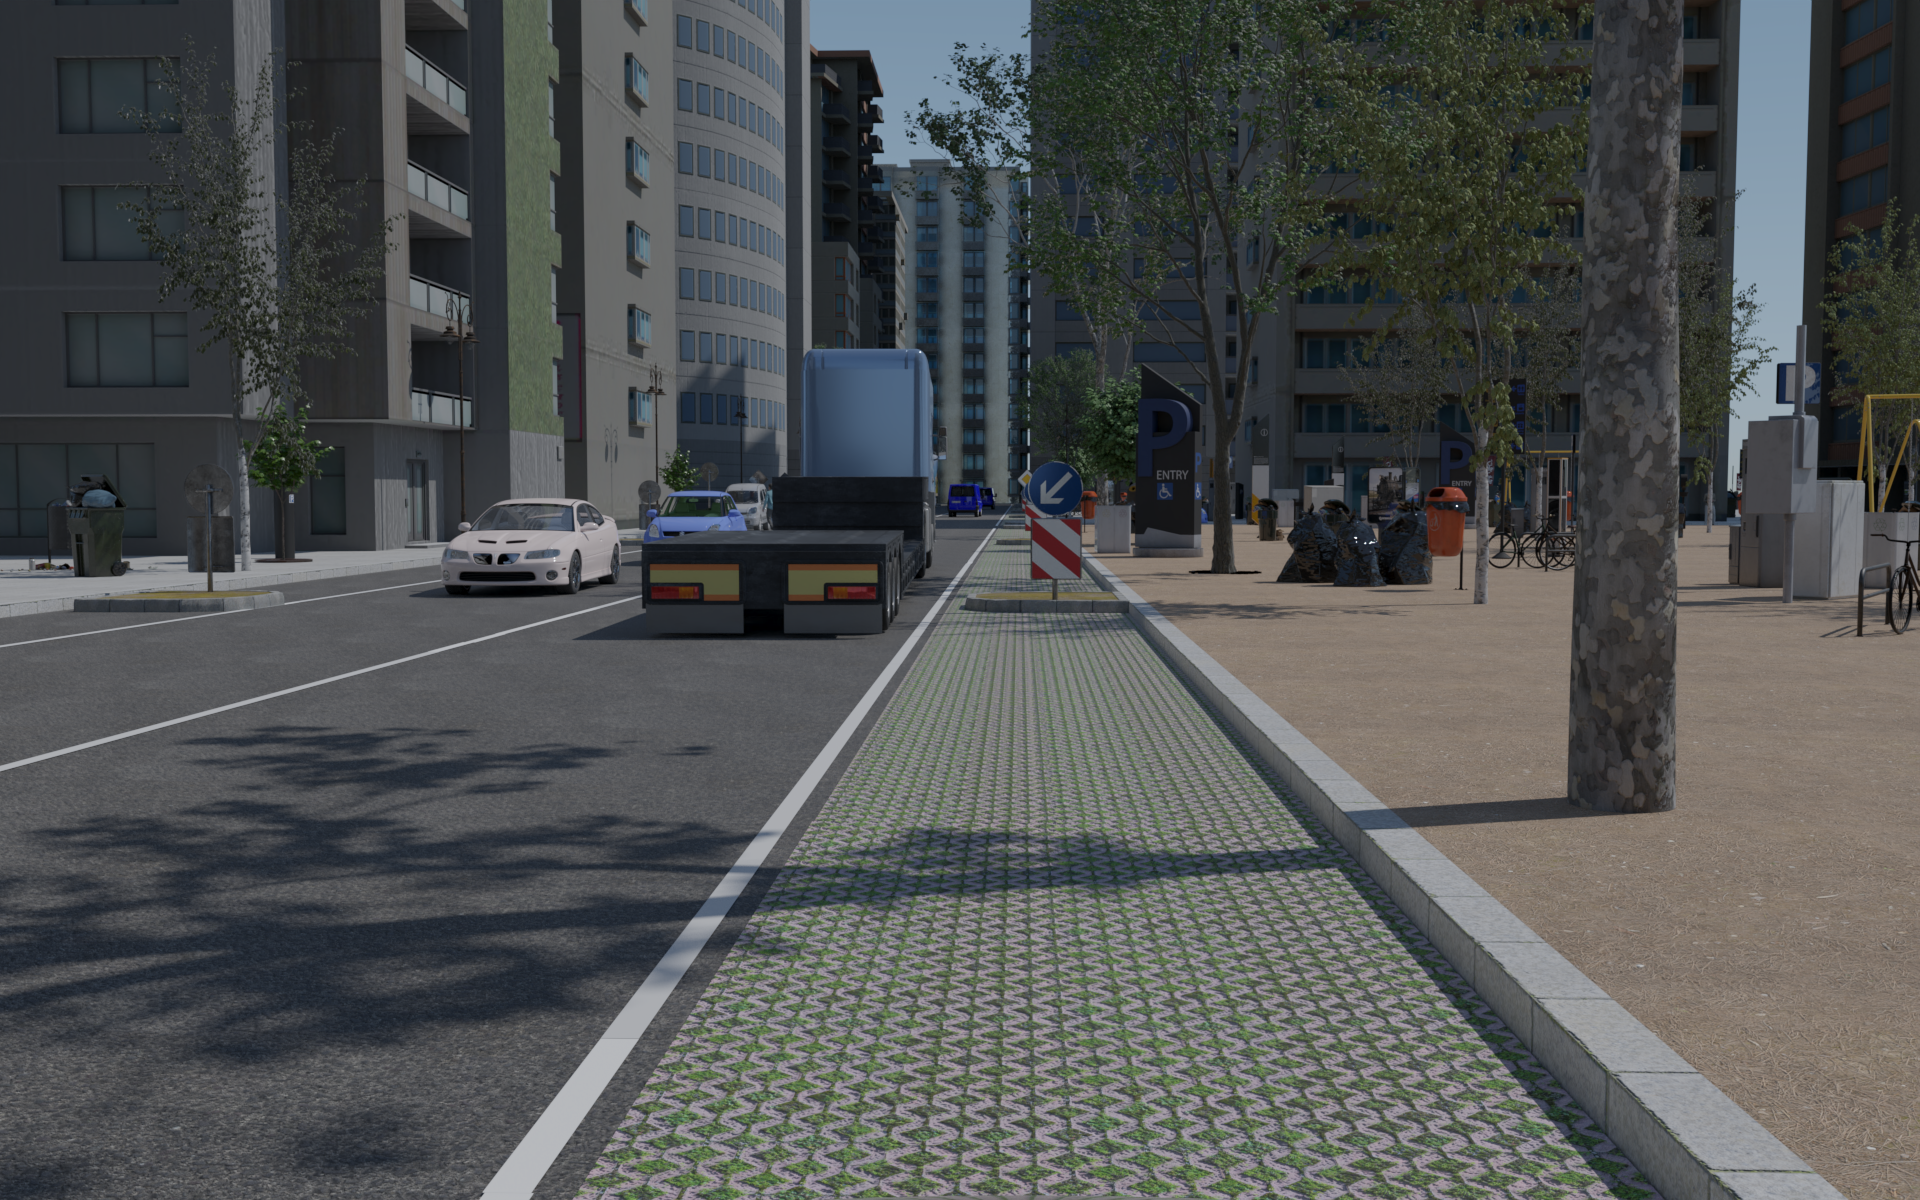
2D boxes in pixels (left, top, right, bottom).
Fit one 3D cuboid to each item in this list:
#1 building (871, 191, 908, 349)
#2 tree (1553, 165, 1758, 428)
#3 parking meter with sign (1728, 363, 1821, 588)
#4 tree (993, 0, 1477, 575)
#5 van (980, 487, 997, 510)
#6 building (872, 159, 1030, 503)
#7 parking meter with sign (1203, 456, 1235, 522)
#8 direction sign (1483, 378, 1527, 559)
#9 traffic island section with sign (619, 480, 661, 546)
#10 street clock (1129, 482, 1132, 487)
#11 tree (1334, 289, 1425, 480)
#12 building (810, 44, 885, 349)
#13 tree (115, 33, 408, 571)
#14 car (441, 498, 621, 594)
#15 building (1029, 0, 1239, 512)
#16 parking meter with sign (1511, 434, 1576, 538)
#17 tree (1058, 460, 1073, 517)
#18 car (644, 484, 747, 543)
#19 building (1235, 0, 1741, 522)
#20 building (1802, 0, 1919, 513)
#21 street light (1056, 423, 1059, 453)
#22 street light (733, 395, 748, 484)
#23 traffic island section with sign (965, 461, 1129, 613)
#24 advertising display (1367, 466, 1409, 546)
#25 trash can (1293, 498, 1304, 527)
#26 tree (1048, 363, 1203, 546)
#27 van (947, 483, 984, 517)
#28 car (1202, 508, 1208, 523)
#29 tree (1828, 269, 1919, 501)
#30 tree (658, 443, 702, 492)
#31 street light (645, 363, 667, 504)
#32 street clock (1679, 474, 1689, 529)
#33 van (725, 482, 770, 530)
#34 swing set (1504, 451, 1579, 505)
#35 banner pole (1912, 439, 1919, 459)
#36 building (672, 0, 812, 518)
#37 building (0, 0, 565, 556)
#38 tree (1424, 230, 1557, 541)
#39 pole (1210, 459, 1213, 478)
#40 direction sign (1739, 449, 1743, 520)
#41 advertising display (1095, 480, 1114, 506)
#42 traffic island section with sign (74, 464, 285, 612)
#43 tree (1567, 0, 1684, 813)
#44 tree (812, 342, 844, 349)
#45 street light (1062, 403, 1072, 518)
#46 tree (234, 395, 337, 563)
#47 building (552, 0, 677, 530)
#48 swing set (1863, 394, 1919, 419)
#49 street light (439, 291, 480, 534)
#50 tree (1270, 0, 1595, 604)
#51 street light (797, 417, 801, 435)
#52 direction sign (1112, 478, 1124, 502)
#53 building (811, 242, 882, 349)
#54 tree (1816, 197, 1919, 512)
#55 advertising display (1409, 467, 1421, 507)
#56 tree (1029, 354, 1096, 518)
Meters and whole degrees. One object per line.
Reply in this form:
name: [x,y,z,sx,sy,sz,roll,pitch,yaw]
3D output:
building: [-18.719,-31.912,213.638,23.993,40.220,32.217,0,4,2]
tree: [16.090,-5.471,39.810,4.360,8.622,3.978,0,3,0]
parking meter with sign: [11.141,-1.689,23.881,0.543,3.016,1.738,0,4,1]
tree: [4.342,-6.236,27.710,9.928,11.665,9.643,0,3,0]
van: [2.257,-9.550,160.533,2.240,2.365,5.245,0,4,3]
building: [-4.278,-38.570,250.220,30.456,49.044,23.786,0,4,2]
parking meter with sign: [11.947,-5.163,80.680,0.543,3.016,1.738,-2,4,-27]
direction sign: [10.748,-2.585,34.262,0.876,3.537,0.379,3,5,41]
traffic island section with sign: [-8.808,-2.460,48.855,1.989,1.847,2.006,0,4,2]
street clock: [9.817,-5.729,98.240,0.471,2.002,0.358,-1,4,-8]
tree: [14.685,-6.501,56.648,4.360,8.622,3.978,0,3,0]
building: [-18.981,-31.480,169.319,22.147,44.769,28.867,0,4,2]
tree: [-11.676,-4.787,28.633,4.360,8.622,3.978,0,3,0]
car: [-6.399,-0.849,26.250,2.083,1.381,4.827,0,4,0]
building: [16.083,-36.430,137.624,21.231,58.520,28.212,0,4,2]
parking meter with sign: [17.056,-3.329,50.684,1.738,3.016,0.543,1,4,16]
tree: [6.074,-6.354,98.497,1.663,3.219,1.824,0,3,0]
car: [-5.477,-1.619,36.055,1.945,1.707,3.694,0,4,1]
building: [25.657,-28.539,90.321,21.600,48.544,21.300,0,4,2]
building: [58.859,-26.565,88.958,28.867,44.769,22.147,0,4,2]
street light: [6.166,-8.396,110.055,0.468,5.910,1.993,0,4,2]
street light: [-10.077,-6.546,79.821,0.468,5.910,1.993,0,4,2]
traffic island section with sign: [1.074,-0.797,21.667,1.989,1.847,2.006,0,4,2]
advertising display: [9.989,-2.163,40.580,0.123,1.923,0.974,-3,5,-43]
trash can: [11.118,-2.719,56.108,0.748,1.137,0.748,0,3,0]
tree: [4.403,-3.659,43.537,4.285,4.588,4.351,0,3,0]
van: [0.330,-6.378,108.660,2.240,2.365,5.245,0,4,4]
car: [8.965,-4.041,75.656,3.694,1.707,1.945,0,4,3]
tree: [30.594,-6.455,55.899,4.360,8.622,3.978,0,3,0]
tree: [-10.614,-4.367,65.999,1.663,3.219,1.824,0,3,0]
street light: [-10.694,-5.400,61.079,0.468,5.910,1.993,0,4,2]
street clock: [26.581,-3.612,63.634,0.358,2.002,0.471,1,4,21]
van: [-8.381,-3.679,67.170,2.013,2.044,4.112,0,4,1]
swing set: [21.287,-4.002,63.046,3.119,2.851,2.862,1,4,13]
banner pole: [43.450,-5.433,78.846,0.401,3.779,0.863,1,4,9]
building: [-20.209,-33.704,93.055,21.231,58.520,28.212,0,4,2]
building: [-18.320,-21.844,40.737,14.154,41.232,14.086,0,4,2]
tree: [15.598,-5.922,47.190,4.360,8.622,3.978,0,3,0]
pole: [15.574,-6.927,107.097,0.158,3.312,0.155,0,3,0]
direction sign: [39.544,-5.827,87.271,0.876,3.537,0.379,-2,4,-30]
advertising display: [6.634,-4.535,79.369,0.974,1.923,0.123,-2,4,-29]
traffic island section with sign: [-9.738,-0.813,21.916,1.989,1.847,2.006,0,4,2]
tree: [4.128,-9.184,6.052,12.611,20.169,13.585,0,3,0]
tree: [-9.197,-11.483,113.497,9.928,11.665,9.643,0,3,0]
street light: [5.392,-7.020,87.572,0.468,5.910,1.993,0,4,2]
tree: [-12.869,-2.331,32.710,1.663,3.219,1.824,0,3,0]
building: [-22.667,-26.723,60.622,21.600,48.544,21.300,0,4,2]
swing set: [15.752,-1.789,26.875,3.119,2.851,2.862,1,4,21]
street light: [-11.395,-4.087,39.610,0.468,5.910,1.993,0,4,2]
tree: [5.857,-4.255,19.935,4.737,8.622,4.395,0,3,0]
street light: [-9.279,-7.878,101.586,0.468,5.910,1.993,0,4,2]
direction sign: [10.072,-7.264,110.764,0.876,3.537,0.379,3,4,36]
building: [-20.979,-17.662,133.808,27.650,21.520,28.899,0,4,2]
tree: [23.692,-5.721,43.906,4.737,8.622,4.395,0,3,0]
advertising display: [10.480,-2.208,41.314,0.974,1.923,0.123,0,4,-2]
tree: [5.763,-8.628,91.432,4.360,8.622,3.978,0,3,0]
